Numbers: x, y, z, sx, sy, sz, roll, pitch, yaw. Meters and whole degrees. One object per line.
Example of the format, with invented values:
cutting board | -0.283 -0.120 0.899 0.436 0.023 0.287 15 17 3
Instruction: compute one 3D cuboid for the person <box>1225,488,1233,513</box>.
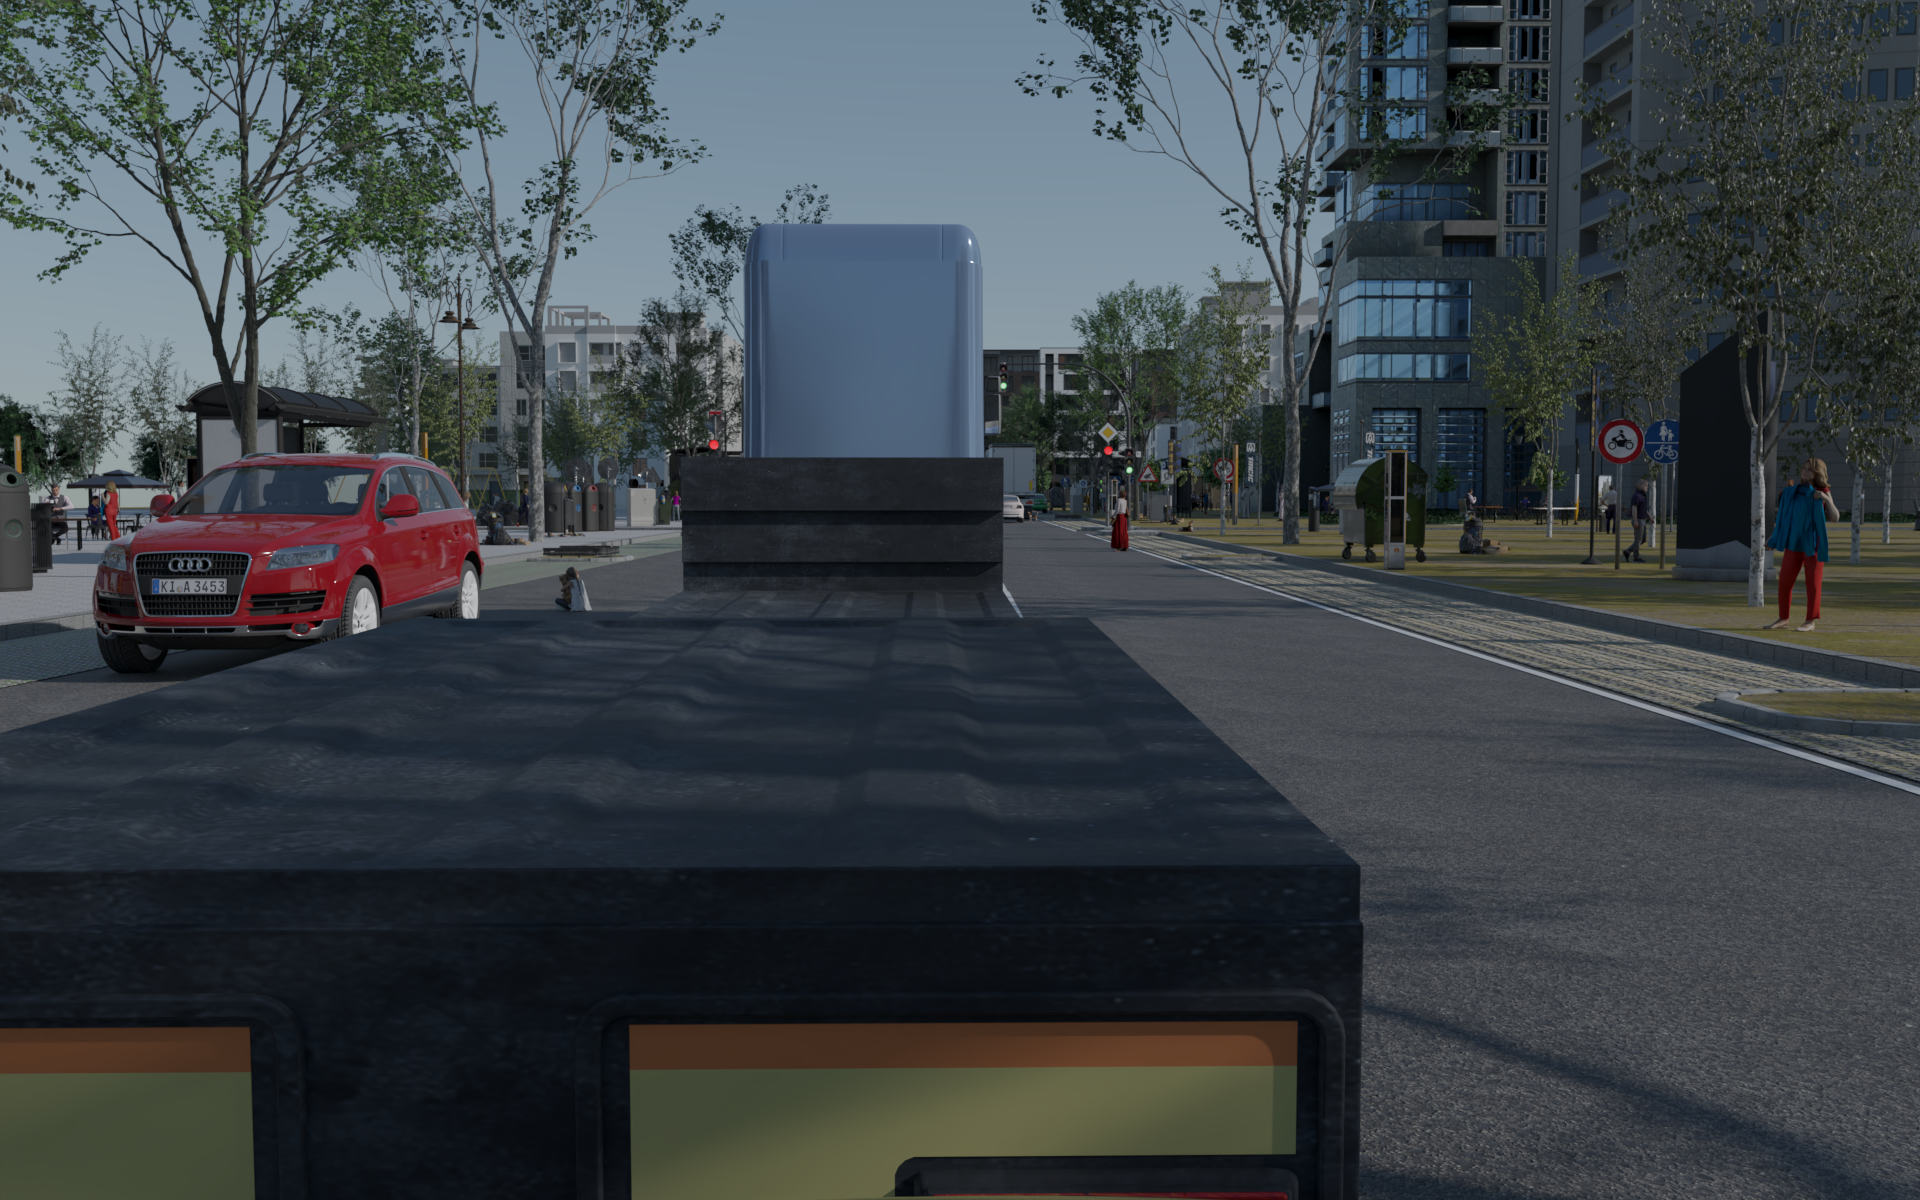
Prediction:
person | 18.590 -6.912 119.577 0.617 1.759 0.750 2 4 30

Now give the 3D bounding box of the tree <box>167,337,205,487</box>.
tree | -36.732 -7.944 80.246 4.360 8.622 3.978 0 3 0

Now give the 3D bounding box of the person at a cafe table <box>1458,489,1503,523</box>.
person at a cafe table | 23.108 -4.230 77.667 1.622 1.524 1.698 -2 4 -28

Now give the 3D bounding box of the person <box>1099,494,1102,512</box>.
person | 10.317 -7.299 126.107 0.376 1.734 0.841 0 4 0

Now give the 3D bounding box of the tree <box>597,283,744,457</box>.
tree | -11.693 -8.656 75.930 8.767 10.594 7.601 -1 4 -8

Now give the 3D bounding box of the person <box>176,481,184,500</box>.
person | -30.822 -3.826 68.743 0.789 1.805 0.875 -2 4 -24

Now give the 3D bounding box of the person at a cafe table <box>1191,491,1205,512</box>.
person at a cafe table | 16.981 -7.117 124.882 1.698 1.524 1.622 -1 4 -13

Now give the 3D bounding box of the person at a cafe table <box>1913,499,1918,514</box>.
person at a cafe table | 44.100 -4.274 78.402 1.622 1.524 1.698 3 5 42

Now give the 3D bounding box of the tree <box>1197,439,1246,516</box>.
tree | 15.430 -7.198 101.395 4.285 4.588 4.351 0 3 0

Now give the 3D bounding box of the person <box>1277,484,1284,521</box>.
person | 15.204 -4.573 81.487 0.621 1.740 0.551 1 4 10

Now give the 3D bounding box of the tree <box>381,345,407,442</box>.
tree | -27.702 -7.974 80.732 4.360 8.622 3.978 0 3 0

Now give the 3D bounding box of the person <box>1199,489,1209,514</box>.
person | 15.744 -6.324 111.302 0.647 1.594 0.662 -3 4 -37

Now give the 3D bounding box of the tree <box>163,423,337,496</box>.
tree | -52.453 -10.021 126.747 11.467 7.101 20.602 -1 4 -8

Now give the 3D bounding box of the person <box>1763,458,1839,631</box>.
person | 7.856 -0.515 16.172 0.444 1.614 0.593 -1 4 -9

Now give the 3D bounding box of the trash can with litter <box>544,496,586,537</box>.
trash can with litter | -12.108 -2.521 52.275 1.678 1.210 2.233 1 4 18

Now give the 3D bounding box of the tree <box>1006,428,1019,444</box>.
tree | 7.806 -14.885 177.788 8.767 10.594 7.601 -1 4 -8

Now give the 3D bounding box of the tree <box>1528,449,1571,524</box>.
tree | 25.280 -4.867 74.171 1.663 3.219 1.824 0 3 0

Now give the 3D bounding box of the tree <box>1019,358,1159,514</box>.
tree | 8.811 -10.948 113.412 8.767 10.594 7.601 1 4 8

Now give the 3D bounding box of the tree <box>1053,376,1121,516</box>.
tree | 7.705 -9.295 102.338 4.360 8.622 3.978 0 3 0

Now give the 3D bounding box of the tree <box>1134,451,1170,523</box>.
tree | 8.333 -4.998 76.312 1.663 3.219 1.824 0 3 0

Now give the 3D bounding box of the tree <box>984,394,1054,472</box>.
tree | 7.711 -19.148 219.727 9.857 13.997 8.962 0 3 0

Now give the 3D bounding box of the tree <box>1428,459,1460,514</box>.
tree | 25.980 -6.039 93.334 1.663 3.219 1.824 0 3 0

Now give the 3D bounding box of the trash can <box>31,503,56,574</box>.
trash can | -15.069 -1.005 28.085 0.748 1.137 0.748 0 3 0

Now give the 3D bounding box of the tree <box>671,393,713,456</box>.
tree | -19.104 -10.223 117.511 4.737 8.622 4.395 0 3 0

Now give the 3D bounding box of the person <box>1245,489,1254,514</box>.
person | 18.143 -6.255 109.111 0.742 1.727 0.445 -3 4 -37

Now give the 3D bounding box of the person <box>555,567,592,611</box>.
person | -4.737 -0.139 21.242 0.357 0.543 0.381 2 4 24

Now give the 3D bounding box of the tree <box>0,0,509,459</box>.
tree | -10.876 -6.121 25.842 9.928 11.665 9.643 0 3 0

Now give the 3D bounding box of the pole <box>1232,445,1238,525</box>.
pole | 11.413 -4.770 71.829 0.158 3.312 0.155 0 3 0

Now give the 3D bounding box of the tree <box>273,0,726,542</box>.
tree | -12.248 -11.708 47.311 12.611 20.169 13.585 0 3 0

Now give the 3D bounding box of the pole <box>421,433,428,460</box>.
pole | -17.769 -3.895 57.529 0.158 3.312 0.155 0 3 0

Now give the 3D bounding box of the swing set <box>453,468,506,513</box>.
swing set | -28.894 -6.456 103.172 3.119 2.851 2.862 2 4 31

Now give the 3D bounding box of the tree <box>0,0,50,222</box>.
tree | -11.160 -4.108 17.525 4.360 8.622 3.978 0 3 0

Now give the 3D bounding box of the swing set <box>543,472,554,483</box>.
swing set | -29.709 -7.764 124.554 2.862 2.851 3.119 -1 4 -8

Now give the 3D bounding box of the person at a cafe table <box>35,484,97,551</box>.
person at a cafe table | -20.720 -1.903 39.634 1.698 1.524 1.622 -2 4 -24

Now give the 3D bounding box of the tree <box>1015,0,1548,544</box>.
tree | 7.690 -11.421 42.630 12.611 20.169 13.585 0 3 0

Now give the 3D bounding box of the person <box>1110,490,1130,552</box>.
person | 4.011 -1.977 43.292 0.523 1.526 0.387 -3 5 -44

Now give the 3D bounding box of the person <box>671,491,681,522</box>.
person | -13.164 -4.323 79.958 0.726 1.435 0.776 -2 4 -29

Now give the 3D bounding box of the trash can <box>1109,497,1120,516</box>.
trash can | 8.523 -5.147 95.808 0.748 1.137 0.748 0 3 0

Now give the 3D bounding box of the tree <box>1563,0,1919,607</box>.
tree | 8.950 -4.216 19.298 4.360 8.622 3.978 0 3 0

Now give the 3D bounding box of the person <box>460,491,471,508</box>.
person | -11.648 -1.875 40.616 0.435 1.345 0.340 2 4 24

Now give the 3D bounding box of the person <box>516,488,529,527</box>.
person | -17.000 -3.604 67.504 0.613 1.512 0.480 -1 4 -17

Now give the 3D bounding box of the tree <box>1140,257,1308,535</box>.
tree | 8.050 -6.334 53.929 4.737 8.622 4.395 0 3 0

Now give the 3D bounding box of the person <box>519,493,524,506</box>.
person | -30.451 -6.747 120.271 0.435 1.345 0.340 1 4 19

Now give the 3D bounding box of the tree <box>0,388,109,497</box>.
tree | -55.197 -7.903 92.116 20.602 7.101 11.467 -1 4 -9

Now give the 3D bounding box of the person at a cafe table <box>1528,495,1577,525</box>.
person at a cafe table | 24.462 -3.726 71.786 1.698 1.238 1.726 0 4 5

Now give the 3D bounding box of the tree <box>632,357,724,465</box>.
tree | -21.367 -12.551 130.968 9.928 11.665 9.643 0 3 0

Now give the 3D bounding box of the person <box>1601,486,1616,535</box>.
person | 20.699 -2.865 55.093 0.614 1.554 0.590 1 4 21

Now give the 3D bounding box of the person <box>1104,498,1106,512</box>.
person | 9.817 -6.608 115.787 0.593 1.614 0.444 1 4 10

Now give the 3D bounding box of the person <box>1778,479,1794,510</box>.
person | 24.004 -2.649 50.183 0.431 1.722 0.655 -1 4 -20

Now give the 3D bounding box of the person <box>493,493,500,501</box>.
person | -28.260 -5.846 105.530 0.340 1.345 0.435 3 5 42

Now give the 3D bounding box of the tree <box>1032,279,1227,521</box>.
tree | 8.546 -9.584 82.449 9.928 11.665 9.643 0 3 0

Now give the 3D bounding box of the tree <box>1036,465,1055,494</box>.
tree | 8.550 -12.441 187.120 4.285 4.588 4.351 0 3 0

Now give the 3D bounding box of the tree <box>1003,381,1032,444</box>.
tree | 7.567 -14.363 160.598 9.928 11.665 9.643 0 3 0

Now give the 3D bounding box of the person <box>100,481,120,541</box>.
person | -21.440 -2.201 43.735 0.444 1.614 0.593 2 4 35

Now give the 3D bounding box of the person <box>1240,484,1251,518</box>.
person | 15.090 -5.219 91.515 0.875 1.805 0.789 -2 4 -32

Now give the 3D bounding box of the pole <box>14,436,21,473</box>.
pole | -33.056 -4.097 60.821 0.158 3.312 0.155 0 3 0

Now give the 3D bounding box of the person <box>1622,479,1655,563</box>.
person | 12.629 -1.469 32.268 0.569 1.553 0.471 -2 4 -24
